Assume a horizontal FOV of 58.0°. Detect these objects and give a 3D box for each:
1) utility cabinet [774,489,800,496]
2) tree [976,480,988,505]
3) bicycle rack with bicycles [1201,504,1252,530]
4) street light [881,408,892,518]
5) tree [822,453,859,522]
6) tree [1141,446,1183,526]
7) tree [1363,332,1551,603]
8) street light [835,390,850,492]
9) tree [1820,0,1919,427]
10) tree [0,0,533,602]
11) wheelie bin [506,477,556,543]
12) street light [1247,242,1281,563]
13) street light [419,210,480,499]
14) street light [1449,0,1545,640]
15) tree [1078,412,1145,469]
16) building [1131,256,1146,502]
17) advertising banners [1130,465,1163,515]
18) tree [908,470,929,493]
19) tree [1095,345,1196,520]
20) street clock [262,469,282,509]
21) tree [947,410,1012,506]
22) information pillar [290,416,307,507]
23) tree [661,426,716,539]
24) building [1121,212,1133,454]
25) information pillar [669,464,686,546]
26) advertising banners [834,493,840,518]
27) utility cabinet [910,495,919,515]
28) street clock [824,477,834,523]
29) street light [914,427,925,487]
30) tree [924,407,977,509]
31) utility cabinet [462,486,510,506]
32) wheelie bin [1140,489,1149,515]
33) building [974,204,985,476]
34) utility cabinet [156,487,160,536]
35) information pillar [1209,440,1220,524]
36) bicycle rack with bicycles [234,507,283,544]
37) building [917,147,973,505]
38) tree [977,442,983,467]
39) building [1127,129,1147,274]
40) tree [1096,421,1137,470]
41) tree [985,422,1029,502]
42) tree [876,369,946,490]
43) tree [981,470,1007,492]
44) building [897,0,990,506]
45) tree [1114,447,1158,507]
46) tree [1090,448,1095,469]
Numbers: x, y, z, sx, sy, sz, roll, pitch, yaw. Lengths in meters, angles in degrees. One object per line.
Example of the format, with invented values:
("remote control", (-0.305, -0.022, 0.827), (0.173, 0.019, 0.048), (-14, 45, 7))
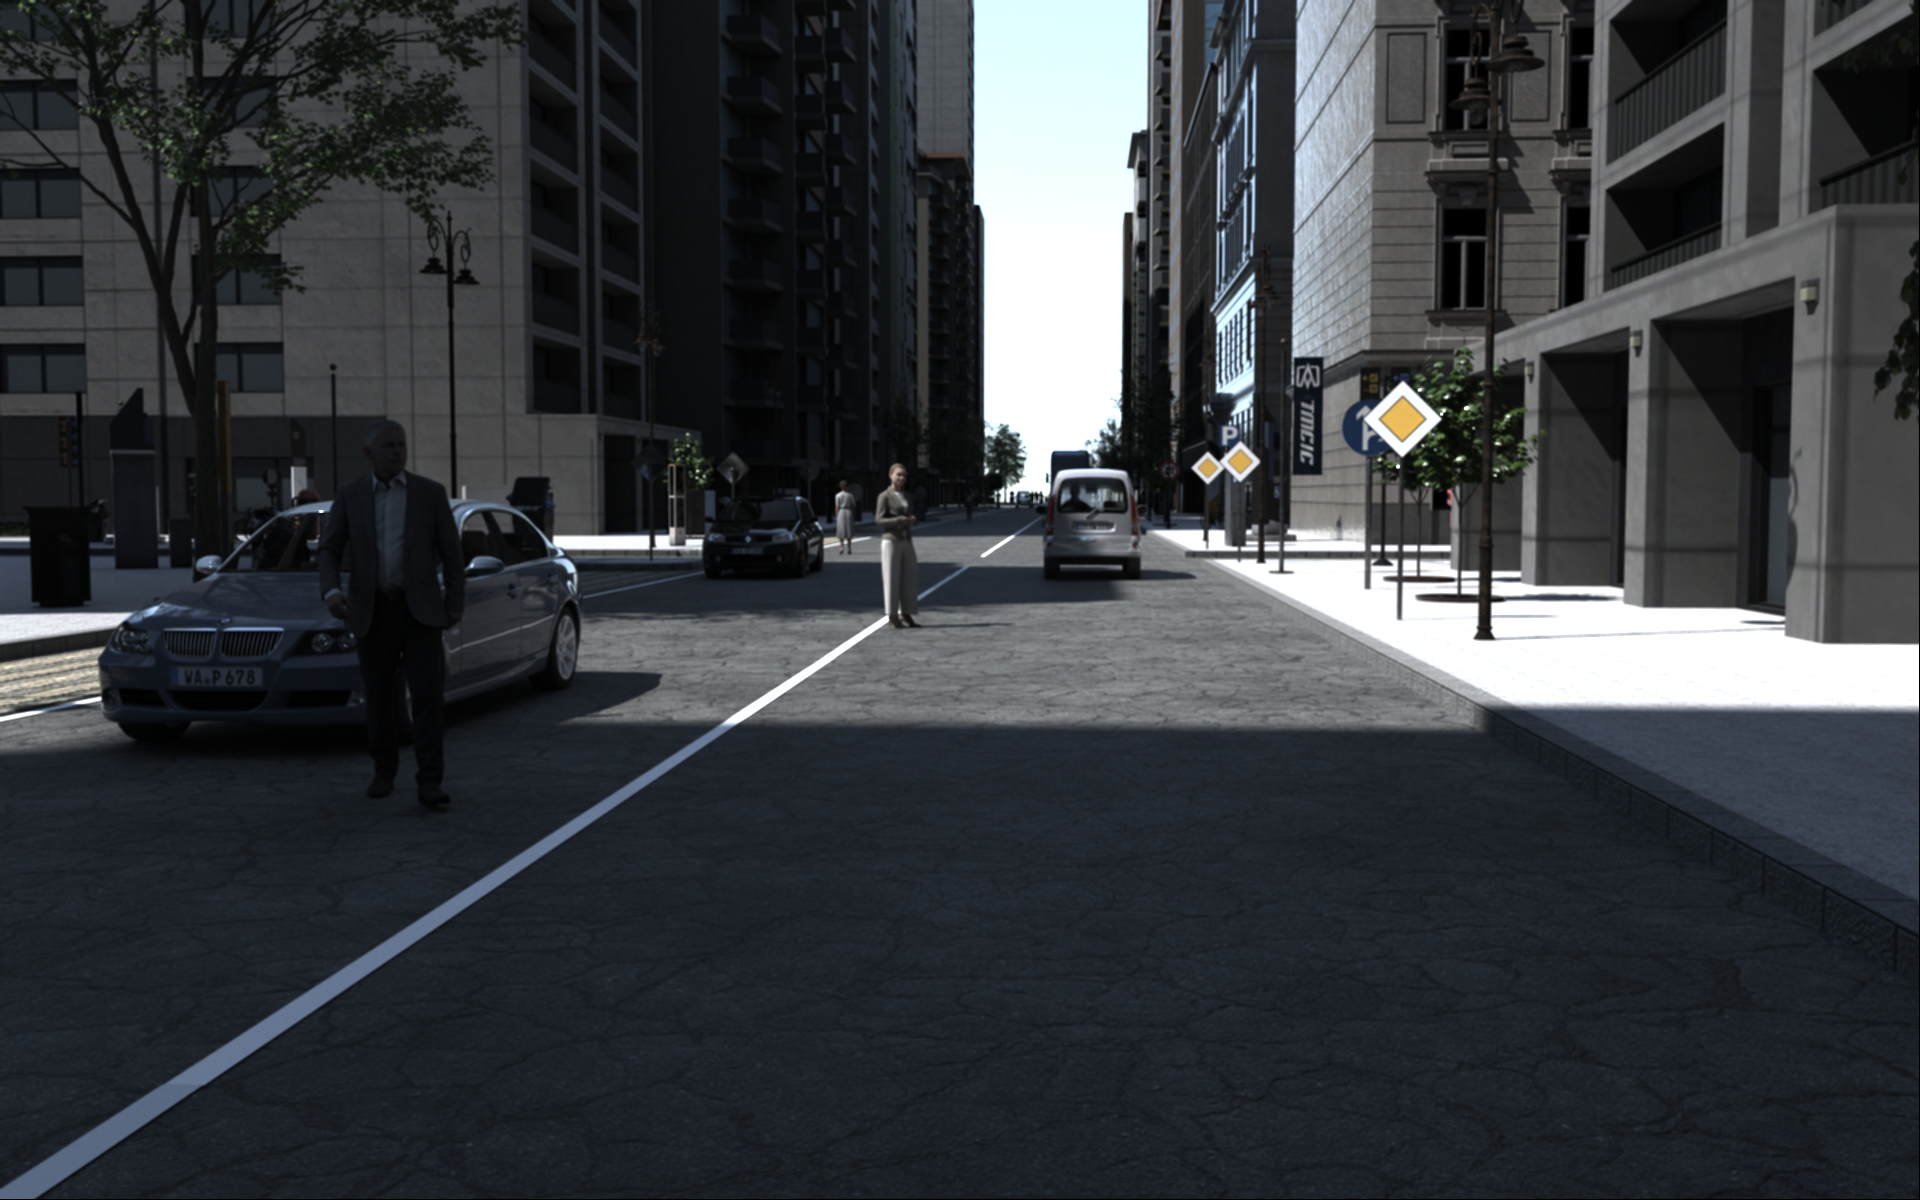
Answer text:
("utility cabinet", (-8.082, -4.412, 80.807), (1.173, 1.500, 0.318), (-1, 4, -20))
("tree", (3.063, -13.385, 213.445), (1.663, 3.219, 1.824), (0, 3, 0))
("bicycle rack with bicycles", (9.855, -2.945, 61.534), (2.925, 0.926, 2.852), (-1, 4, -22))
("street light", (-3.938, -7.358, 93.097), (0.468, 5.910, 1.993), (0, 4, 4))
("tree", (-5.632, -5.236, 80.207), (1.663, 3.219, 1.824), (0, 3, 0))
("tree", (8.222, -4.648, 70.596), (1.663, 3.219, 1.824), (0, 3, 0))
("tree", (5.920, -1.599, 20.746), (1.663, 3.219, 1.824), (0, 3, 0))
("street light", (-5.123, -6.273, 75.352), (0.468, 5.910, 1.993), (0, 4, 4))
("tree", (4.460, -3.460, 6.940), (4.360, 8.622, 3.978), (0, 3, 0))
("tree", (-9.136, -5.785, 20.345), (9.928, 11.665, 9.643), (0, 3, 0))
("wheelie bin", (-7.863, -1.463, 31.824), (0.980, 1.594, 0.693), (0, 4, 7))
("street light", (5.597, -3.623, 32.018), (0.468, 5.910, 1.993), (0, 4, 4))
("street light", (-8.323, -3.401, 28.395), (0.468, 5.910, 1.993), (0, 4, 4))
("street light", (4.625, -2.588, 15.100), (0.468, 5.910, 1.993), (0, 4, 4))
("tree", (17.192, -16.123, 198.022), (8.767, 10.594, 7.601), (0, 4, 5))
("building", (28.430, -26.843, 210.580), (14.160, 30.474, 14.107), (0, 4, 4))
("advertising banners", (11.389, -6.673, 105.293), (2.074, 3.025, 0.090), (1, 4, 10))
("tree", (-3.139, -7.958, 124.711), (1.663, 3.219, 1.824), (0, 3, 0))
("tree", (9.621, -8.336, 86.658), (4.737, 8.622, 4.395), (0, 3, 0))
("street clock", (-19.810, -2.773, 49.906), (0.471, 2.002, 0.358), (0, 4, 8))
("tree", (2.440, -15.809, 192.896), (7.601, 10.594, 8.767), (1, 4, 21))
("information pillar", (-20.038, -3.738, 52.477), (0.183, 3.616, 0.504), (2, 4, 33))
("tree", (-7.877, -3.367, 49.656), (1.663, 3.219, 1.824), (0, 3, 0))
("building", (31.876, -37.690, 266.342), (14.600, 45.320, 14.200), (0, 4, 4))
("information pillar", (-6.999, -2.347, 42.863), (0.304, 2.012, 0.304), (-3, 5, -39))
("advertising banners", (-6.518, -6.017, 94.572), (0.090, 3.025, 2.074), (1, 4, 13))
("utility cabinet", (-2.886, -5.807, 106.103), (1.020, 1.237, 0.306), (1, 4, 20))
("street clock", (-5.692, -4.340, 75.536), (0.358, 2.002, 0.471), (2, 4, 27))
("street light", (-2.729, -8.409, 110.273), (0.468, 5.910, 1.993), (0, 4, 4))
("tree", (-1.325, -11.961, 145.930), (4.737, 8.622, 4.395), (0, 3, 0))
("utility cabinet", (-12.394, -2.240, 45.301), (1.173, 1.500, 0.318), (-2, 4, -34))
("wheelie bin", (11.107, -5.907, 104.485), (0.693, 1.594, 0.980), (0, 4, 3))
("building", (-3.555, -37.337, 260.573), (14.600, 45.320, 14.200), (0, 4, 4))
("utility cabinet", (-23.965, -2.551, 50.386), (1.173, 1.500, 0.318), (-3, 4, -36))
("information pillar", (10.860, -5.062, 74.120), (0.504, 3.616, 0.183), (0, 4, -1))
("bicycle rack with bicycles", (-18.426, -1.987, 45.866), (2.925, 0.926, 2.852), (-1, 4, -20))
("building", (-9.817, -34.436, 217.649), (22.147, 44.769, 28.867), (0, 4, 4))
("tree", (-0.013, -12.746, 158.753), (4.737, 8.622, 4.395), (0, 3, 0))
("building", (38.215, -40.096, 244.813), (28.713, 52.752, 27.495), (0, 4, 4))
("tree", (15.800, -13.491, 170.947), (4.360, 8.622, 3.978), (0, 3, 0))
("tree", (7.277, -21.779, 274.210), (7.486, 12.596, 7.792), (0, 3, 0))
("tree", (-3.214, -9.267, 101.883), (4.360, 8.622, 3.978), (0, 3, 0))
("tree", (4.431, -14.885, 227.077), (4.285, 4.588, 4.351), (0, 3, 0))
("building", (-6.247, -49.129, 241.504), (20.563, 71.187, 20.611), (0, 4, 4))
("tree", (12.212, -8.318, 119.713), (4.285, 4.588, 4.351), (0, 3, 0))
("tree", (16.118, -14.140, 181.548), (4.737, 8.622, 4.395), (0, 3, 0))
